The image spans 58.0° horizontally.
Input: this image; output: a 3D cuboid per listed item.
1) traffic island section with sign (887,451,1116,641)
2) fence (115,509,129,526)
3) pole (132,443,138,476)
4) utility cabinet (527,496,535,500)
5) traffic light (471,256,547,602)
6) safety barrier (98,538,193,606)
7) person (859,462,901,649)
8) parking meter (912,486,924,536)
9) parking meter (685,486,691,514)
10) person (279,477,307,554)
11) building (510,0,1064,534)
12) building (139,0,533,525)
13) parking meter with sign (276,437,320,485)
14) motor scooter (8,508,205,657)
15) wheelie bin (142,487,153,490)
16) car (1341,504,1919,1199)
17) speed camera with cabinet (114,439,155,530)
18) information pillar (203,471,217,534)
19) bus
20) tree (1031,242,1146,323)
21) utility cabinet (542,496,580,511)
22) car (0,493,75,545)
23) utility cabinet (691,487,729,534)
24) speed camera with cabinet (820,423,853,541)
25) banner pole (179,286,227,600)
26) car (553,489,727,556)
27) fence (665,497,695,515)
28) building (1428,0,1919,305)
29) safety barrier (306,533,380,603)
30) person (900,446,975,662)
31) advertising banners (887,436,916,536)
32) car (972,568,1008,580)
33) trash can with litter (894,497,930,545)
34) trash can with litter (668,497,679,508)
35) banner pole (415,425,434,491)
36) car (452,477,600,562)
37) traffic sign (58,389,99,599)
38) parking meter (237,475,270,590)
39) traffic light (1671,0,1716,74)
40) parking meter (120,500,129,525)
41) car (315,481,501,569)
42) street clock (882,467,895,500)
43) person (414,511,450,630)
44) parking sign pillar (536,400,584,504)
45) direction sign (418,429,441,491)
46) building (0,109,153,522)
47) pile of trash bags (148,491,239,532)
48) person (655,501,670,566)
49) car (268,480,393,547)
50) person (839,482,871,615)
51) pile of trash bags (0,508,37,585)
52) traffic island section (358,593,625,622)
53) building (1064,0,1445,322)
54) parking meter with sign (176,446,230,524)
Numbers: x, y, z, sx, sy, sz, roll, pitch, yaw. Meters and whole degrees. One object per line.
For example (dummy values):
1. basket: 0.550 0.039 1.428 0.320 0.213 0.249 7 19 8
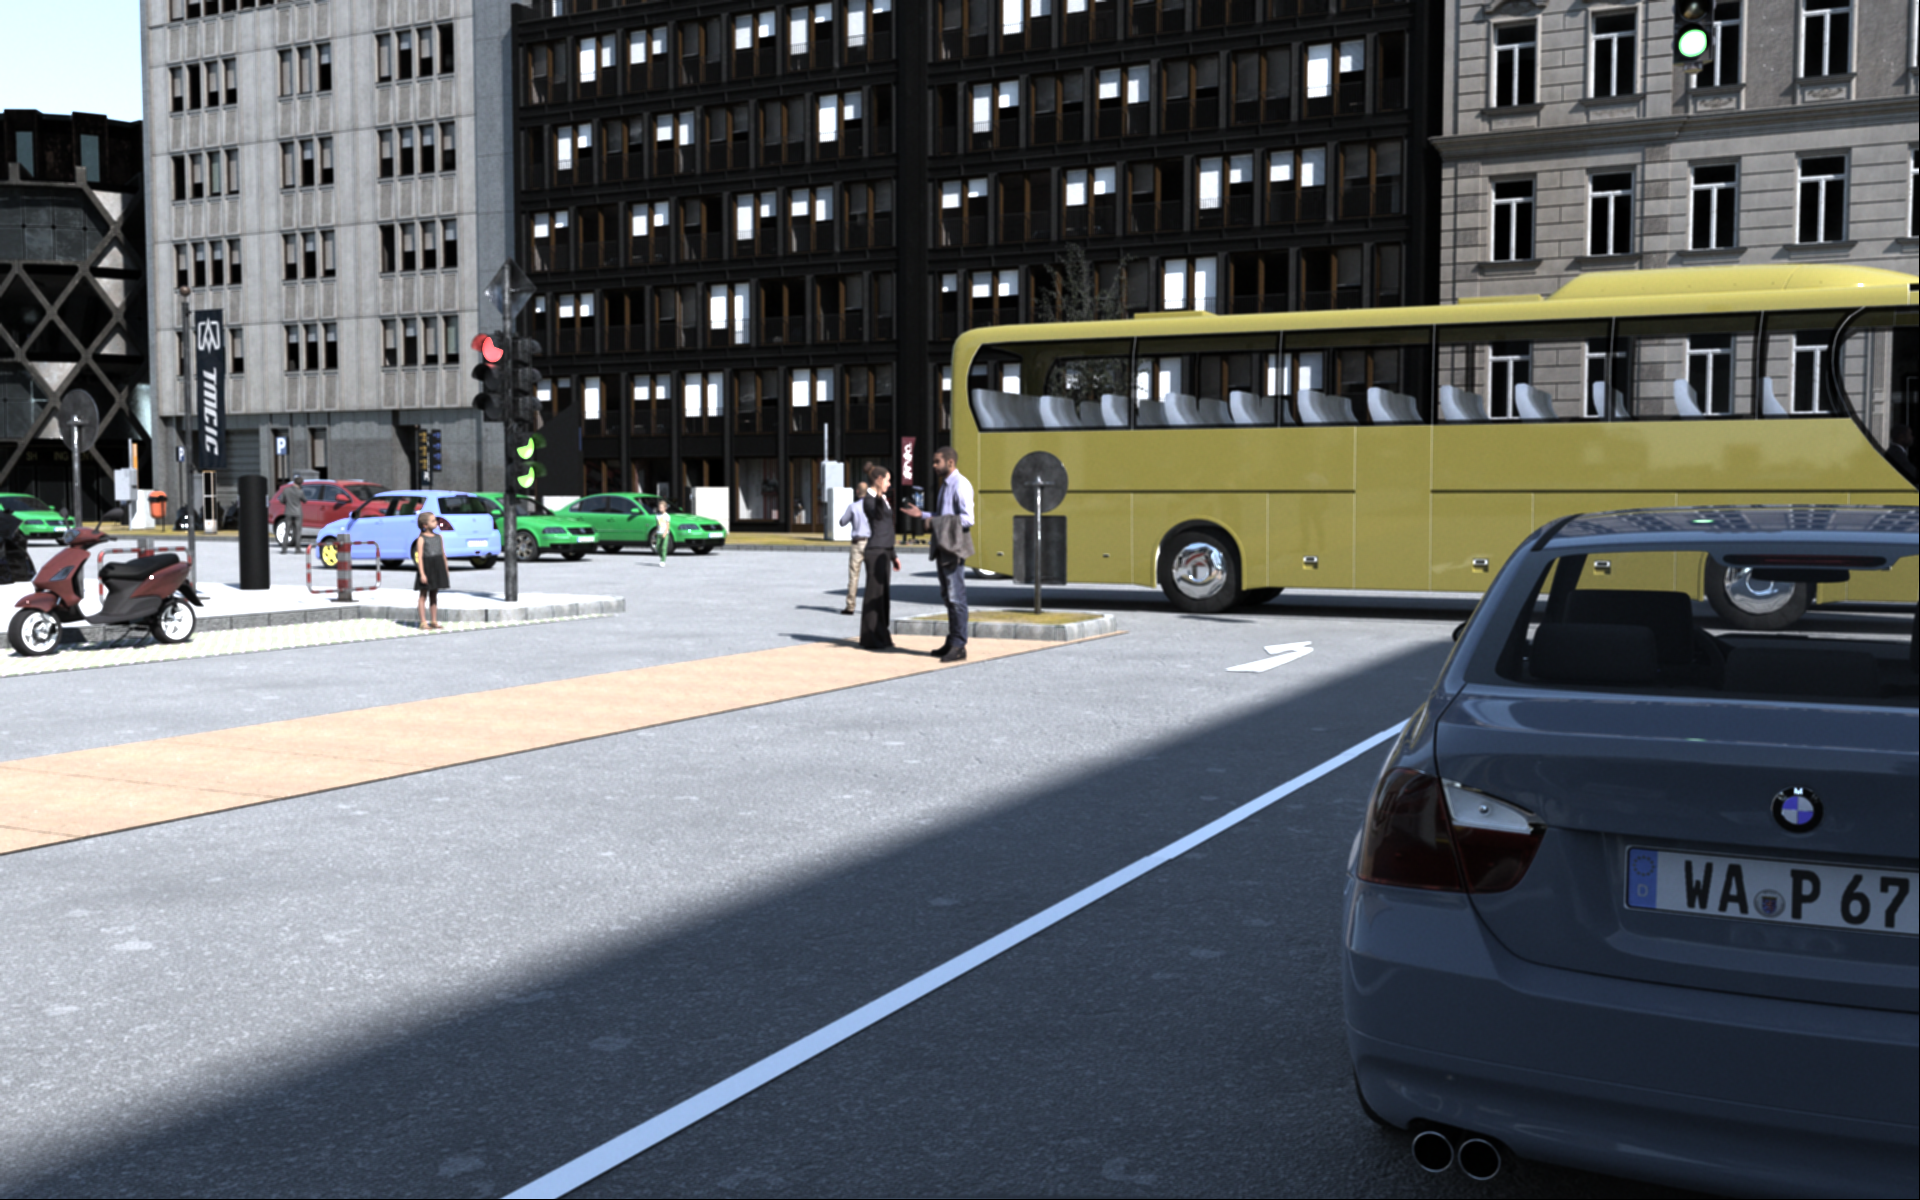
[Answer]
1. traffic island section with sign: 0.570 -0.602 17.985 2.006 1.907 1.989 2 4 27
2. fence: -32.657 -3.230 68.188 2.069 0.683 0.278 2 4 31
3. pole: -33.197 -4.641 69.729 0.158 3.312 0.155 0 3 0
4. utility cabinet: -14.950 -2.964 59.629 0.306 1.237 1.020 -3 4 -37
5. traffic light: -5.338 -1.934 20.536 0.839 4.253 0.868 2 4 27
6. safety barrier: -8.506 -0.235 18.112 0.300 0.817 1.120 2 4 27
7. person: -0.685 -0.402 15.872 0.445 1.727 0.742 -1 4 -19
8. parking meter: -1.300 -2.754 53.440 0.372 1.533 0.369 0 3 0
9. parking meter: -8.789 -2.942 56.520 0.372 1.533 0.369 0 3 0
10. person: -16.012 -2.035 41.582 0.655 1.846 0.447 0 4 -7
11. building: -6.017 -14.298 63.455 15.834 23.373 12.332 2 4 27
12. building: -21.788 -15.524 71.840 19.932 24.808 12.078 2 4 27
13. parking meter with sign: -20.142 -3.498 53.456 0.543 3.016 1.738 2 4 35
14. motor scooter: -7.780 -0.188 15.857 0.815 1.314 1.986 2 4 26
15. wheelie bin: -35.311 -4.143 75.654 0.980 1.594 0.693 -3 5 -44
16. car: 2.280 0.445 4.726 2.014 1.417 4.499 2 4 26
17. speed camera with cabinet: -29.838 -4.175 62.598 0.660 3.252 2.038 0 4 -2
18. information pillar: -24.066 -3.125 55.580 0.304 2.012 0.304 0 4 -2
19. bus: 5.903 -1.763 20.379 12.252 3.916 2.896 2 4 25
20. tree: 3.816 -6.105 50.179 4.360 8.622 3.978 0 3 0
21. utility cabinet: -11.092 -2.264 48.180 1.020 1.237 0.306 -1 4 -21
22. car: -26.533 -2.413 48.246 4.718 1.807 1.959 2 4 27
23. utility cabinet: -7.830 -2.788 54.266 1.173 1.500 0.318 -3 4 -37
24. speed camera with cabinet: -3.398 -3.271 47.814 0.660 3.252 2.038 -1 4 -14
25. banner pole: -9.101 -1.883 20.809 0.863 3.779 0.401 2 4 26
26. car: -7.767 -2.000 41.501 4.718 1.807 1.959 2 4 28
27. fence: -8.384 -2.308 48.943 2.264 1.192 0.480 2 4 25
28. building: 26.723 -15.315 47.666 25.104 27.353 12.463 2 4 27
29. safety barrier: -7.295 -0.382 20.520 0.300 0.817 1.120 2 4 27
30. person: -0.197 -0.398 14.872 0.599 1.838 0.709 -1 4 -18
31. advertising banners: -2.205 -3.420 52.110 2.074 3.025 0.090 -2 4 -32
32. car: 2.269 -1.251 29.127 5.304 1.827 2.281 2 4 25
33. trash can with litter: -1.560 -2.036 44.346 1.678 1.210 2.233 2 4 24
34. trash can with litter: -9.757 -2.802 57.203 0.624 1.170 1.055 -3 5 -42
35. banner pole: -19.493 -4.456 62.868 0.401 3.779 0.863 3 5 40
36. car: -9.996 -1.764 37.641 4.718 1.807 1.959 2 4 27
37. traffic sign: -10.744 -1.283 21.086 0.768 2.556 0.104 2 4 29
38. parking meter: -9.477 -0.907 23.241 0.372 1.533 0.369 0 3 0
39. traffic light: 8.147 -2.385 13.658 4.771 5.953 1.251 2 4 27
40. parking meter: -34.345 -3.845 71.277 0.372 1.533 0.369 0 3 0
41. car: -10.614 -1.439 33.120 3.694 1.707 1.945 2 4 27
42. street clock: -2.007 -2.590 46.914 0.471 2.002 0.358 0 4 6
43. person: -5.559 -0.312 18.268 0.373 1.253 0.362 3 5 40
44. parking sign pillar: -11.596 -3.777 50.220 1.447 3.967 1.447 1 4 14
45. direction sign: -18.505 -4.190 60.502 0.379 3.537 0.876 3 5 42
46. building: -43.050 -13.324 85.293 16.811 18.784 16.820 2 4 27
47. pile of trash bags: -26.586 -3.082 60.148 1.912 1.369 3.447 2 4 29
48. person: -5.923 -1.332 34.534 0.306 1.304 0.590 0 4 1
49. car: -16.369 -2.325 46.683 5.304 1.827 2.281 2 4 28
50. person: -1.185 -0.617 20.654 0.516 1.574 0.319 -1 4 -18
51. pile of trash bags: -15.136 -0.929 24.943 3.447 1.369 1.912 0 4 7
52. traffic island section: -5.369 0.097 20.687 2.009 0.180 2.903 2 4 27
53. building: 8.545 -13.915 57.183 15.834 23.373 12.332 2 4 27
54. parking meter with sign: -27.791 -4.123 63.669 1.738 3.016 0.543 0 4 -3
